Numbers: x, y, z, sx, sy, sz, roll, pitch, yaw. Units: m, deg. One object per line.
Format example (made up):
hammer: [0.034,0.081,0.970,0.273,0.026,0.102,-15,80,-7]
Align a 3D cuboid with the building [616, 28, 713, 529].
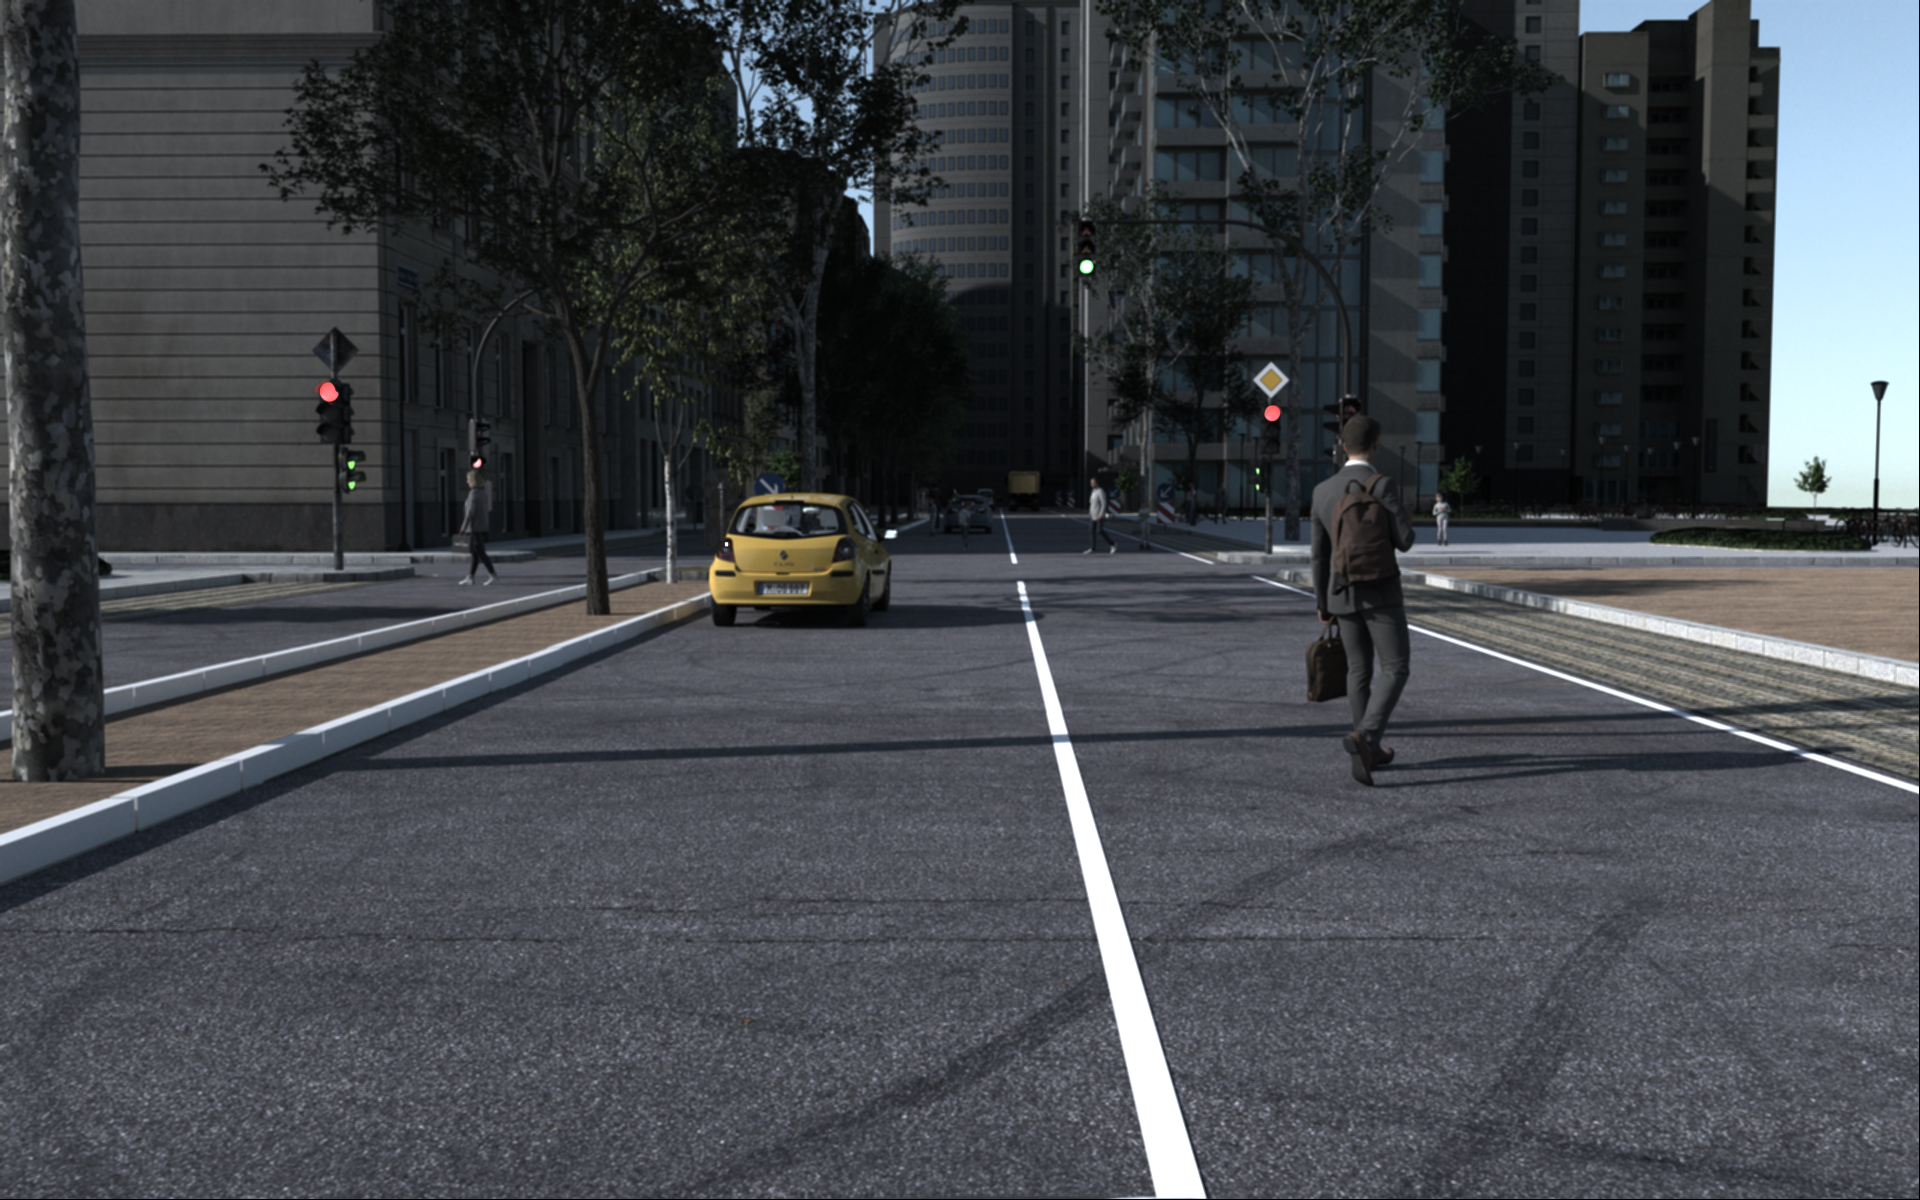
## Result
building: [-16.682,-13.194,70.468,10.420,20.320,16.860,0,4,1]

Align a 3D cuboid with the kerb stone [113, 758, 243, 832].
kerb stone: [-3.533,0.878,7.838,0.120,0.150,1.000,0,4,1]

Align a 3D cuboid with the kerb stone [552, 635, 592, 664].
kerb stone: [-3.385,0.440,15.003,0.120,0.150,1.000,0,4,1]

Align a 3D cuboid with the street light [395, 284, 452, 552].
street light: [-11.724,-4.005,38.026,1.470,5.913,1.316,0,4,1]

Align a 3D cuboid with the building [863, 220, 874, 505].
building: [-16.507,-25.028,180.911,14.107,30.474,14.160,0,4,1]

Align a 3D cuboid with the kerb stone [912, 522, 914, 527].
kerb stone: [-2.147,-3.106,72.978,0.120,0.150,1.000,0,4,1]

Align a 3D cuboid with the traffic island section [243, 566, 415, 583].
traffic island section: [-10.509,-0.427,29.259,2.009,0.180,2.903,0,4,1]

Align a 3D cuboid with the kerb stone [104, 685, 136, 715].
kerb stone: [-5.564,0.684,11.010,0.120,0.150,1.000,0,4,1]

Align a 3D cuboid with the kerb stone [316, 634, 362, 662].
kerb stone: [-5.484,0.438,15.104,0.120,0.150,1.000,0,4,1]

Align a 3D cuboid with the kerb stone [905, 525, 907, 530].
kerb stone: [-2.261,-2.792,67.845,0.120,0.150,1.000,0,4,1]

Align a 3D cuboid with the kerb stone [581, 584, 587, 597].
kerb stone: [-5.288,-0.129,24.312,0.120,0.150,1.000,0,4,1]

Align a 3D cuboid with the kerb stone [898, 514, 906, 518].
kerb stone: [-3.548,-5.117,105.853,0.120,0.150,1.000,0,4,1]

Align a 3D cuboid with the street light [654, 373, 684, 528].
street light: [-11.121,-5.728,66.190,1.470,5.913,1.316,0,4,1]

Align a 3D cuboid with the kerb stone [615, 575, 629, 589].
kerb stone: [-5.240,-0.249,26.355,0.120,0.150,1.000,0,4,1]

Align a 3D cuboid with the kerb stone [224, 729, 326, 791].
kerb stone: [-3.512,0.816,8.859,0.120,0.150,1.000,0,4,1]

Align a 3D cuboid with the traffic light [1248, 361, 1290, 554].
traffic light: [6.558,-2.926,36.767,0.839,4.253,0.868,0,4,1]

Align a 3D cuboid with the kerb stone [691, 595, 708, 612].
kerb stone: [-3.258,0.068,21.154,0.120,0.150,1.000,0,4,1]

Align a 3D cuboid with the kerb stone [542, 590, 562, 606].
kerb stone: [-5.338,-0.004,22.264,0.120,0.150,1.000,0,4,1]

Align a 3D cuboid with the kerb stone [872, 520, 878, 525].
kerb stone: [-4.032,-3.735,83.314,0.120,0.150,1.000,0,4,1]

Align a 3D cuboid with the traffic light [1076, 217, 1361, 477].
traffic light: [4.295,-3.304,28.686,4.771,5.953,1.251,0,4,1]

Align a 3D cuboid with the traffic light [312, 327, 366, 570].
traffic light: [-10.470,-2.459,29.124,0.839,4.253,0.868,0,4,1]

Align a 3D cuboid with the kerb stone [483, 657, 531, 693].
kerb stone: [-3.421,0.565,12.957,0.120,0.150,1.000,0,4,1]

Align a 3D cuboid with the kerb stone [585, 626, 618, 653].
kerb stone: [-3.362,0.377,16.025,0.120,0.150,1.000,0,4,1]

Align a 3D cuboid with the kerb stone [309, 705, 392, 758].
kerb stone: [-3.495,0.753,9.887,0.120,0.150,1.000,0,4,1]

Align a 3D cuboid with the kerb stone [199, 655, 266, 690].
kerb stone: [-5.526,0.559,13.060,0.120,0.150,1.000,0,4,1]

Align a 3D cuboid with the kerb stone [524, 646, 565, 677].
kerb stone: [-3.398,0.510,13.982,0.120,0.150,1.000,0,4,1]

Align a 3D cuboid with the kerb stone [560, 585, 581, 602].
kerb stone: [-5.313,-0.067,23.288,0.120,0.150,1.000,0,4,1]

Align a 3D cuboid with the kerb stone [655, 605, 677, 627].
kerb stone: [-3.299,0.190,19.099,0.120,0.150,1.000,0,4,1]

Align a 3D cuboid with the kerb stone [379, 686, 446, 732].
kerb stone: [-3.473,0.690,10.909,0.120,0.150,1.000,0,4,1]

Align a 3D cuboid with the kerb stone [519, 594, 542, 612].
kerb stone: [-5.355,0.058,21.242,0.120,0.150,1.000,0,4,1]

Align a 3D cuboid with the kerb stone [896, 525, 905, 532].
kerb stone: [-2.291,-2.729,66.820,0.120,0.150,1.000,0,4,1]

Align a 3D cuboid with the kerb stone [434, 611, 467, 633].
kerb stone: [-5.419,0.246,18.177,0.120,0.150,1.000,0,4,1]

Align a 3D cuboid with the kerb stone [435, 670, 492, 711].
kerb stone: [-3.449,0.628,11.932,0.120,0.150,1.000,0,4,1]

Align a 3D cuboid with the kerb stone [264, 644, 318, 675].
kerb stone: [-5.500,0.499,14.081,0.120,0.150,1.000,0,4,1]

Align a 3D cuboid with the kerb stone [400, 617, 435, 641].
kerb stone: [-5.444,0.308,17.155,0.120,0.150,1.000,0,4,1]

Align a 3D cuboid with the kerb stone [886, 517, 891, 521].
kerb stone: [-3.794,-4.426,94.580,0.120,0.150,1.000,0,4,1]

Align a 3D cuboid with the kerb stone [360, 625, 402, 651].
kerb stone: [-5.459,0.371,16.133,0.120,0.150,1.000,0,4,1]

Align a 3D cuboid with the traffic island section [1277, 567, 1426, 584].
traffic island section: [6.428,-0.405,28.896,2.009,0.180,2.903,0,4,1]

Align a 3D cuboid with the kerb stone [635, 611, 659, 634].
kerb stone: [-3.322,0.254,18.077,0.120,0.150,1.000,0,4,1]

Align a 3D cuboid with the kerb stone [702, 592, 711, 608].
kerb stone: [-3.228,0.001,22.184,0.120,0.150,1.000,0,4,1]

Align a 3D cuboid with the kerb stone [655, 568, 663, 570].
kerb stone: [-5.172,-0.442,29.430,0.120,0.150,1.000,0,4,1]

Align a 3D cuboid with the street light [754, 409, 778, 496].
street light: [-10.560,-7.415,93.774,1.470,5.913,1.316,0,4,1]

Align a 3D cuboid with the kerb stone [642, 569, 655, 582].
kerb stone: [-5.195,-0.380,28.408,0.120,0.150,1.000,0,4,1]

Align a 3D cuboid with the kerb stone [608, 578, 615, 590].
kerb stone: [-5.261,-0.192,25.333,0.120,0.150,1.000,0,4,1]

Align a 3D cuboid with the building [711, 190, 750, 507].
building: [-16.989,-13.725,89.035,10.561,19.102,19.286,0,4,1]

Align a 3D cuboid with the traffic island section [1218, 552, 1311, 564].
traffic island section: [6.597,-0.893,36.880,2.009,0.180,2.903,0,4,1]

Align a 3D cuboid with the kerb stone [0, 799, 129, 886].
kerb stone: [-3.556,0.944,6.816,0.120,0.150,1.000,0,4,1]

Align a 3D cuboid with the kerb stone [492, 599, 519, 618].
kerb stone: [-5.378,0.121,20.221,0.120,0.150,1.000,0,4,1]

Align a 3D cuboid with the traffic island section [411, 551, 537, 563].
traffic island section: [-10.340,-0.915,37.243,2.009,0.180,2.903,0,4,1]

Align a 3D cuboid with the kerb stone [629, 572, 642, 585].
kerb stone: [-5.226,-0.317,27.384,0.120,0.150,1.000,0,4,1]

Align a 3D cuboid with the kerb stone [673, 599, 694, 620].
kerb stone: [-3.272,0.126,20.132,0.120,0.150,1.000,0,4,1]

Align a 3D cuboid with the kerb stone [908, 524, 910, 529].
kerb stone: [-2.216,-2.918,69.904,0.120,0.150,1.000,0,4,1]

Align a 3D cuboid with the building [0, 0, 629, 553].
building: [-17.976,-15.417,49.334,12.463,27.353,25.104,0,4,1]

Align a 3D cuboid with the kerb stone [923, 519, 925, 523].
kerb stone: [-1.915,-3.797,84.269,0.120,0.150,1.000,0,4,1]

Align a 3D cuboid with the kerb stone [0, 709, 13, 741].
kerb stone: [-5.593,0.747,9.978,0.120,0.150,1.000,0,4,1]

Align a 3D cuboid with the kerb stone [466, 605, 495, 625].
kerb stone: [-5.392,0.186,19.199,0.120,0.150,1.000,0,4,1]

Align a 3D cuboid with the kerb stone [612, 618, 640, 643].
kerb stone: [-3.336,0.315,17.047,0.120,0.150,1.000,0,4,1]

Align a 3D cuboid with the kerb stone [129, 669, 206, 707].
kerb stone: [-5.545,0.625,12.038,0.120,0.150,1.000,0,4,1]

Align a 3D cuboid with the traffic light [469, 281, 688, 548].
traffic light: [-8.207,-3.818,37.098,4.771,5.953,1.251,0,4,1]
